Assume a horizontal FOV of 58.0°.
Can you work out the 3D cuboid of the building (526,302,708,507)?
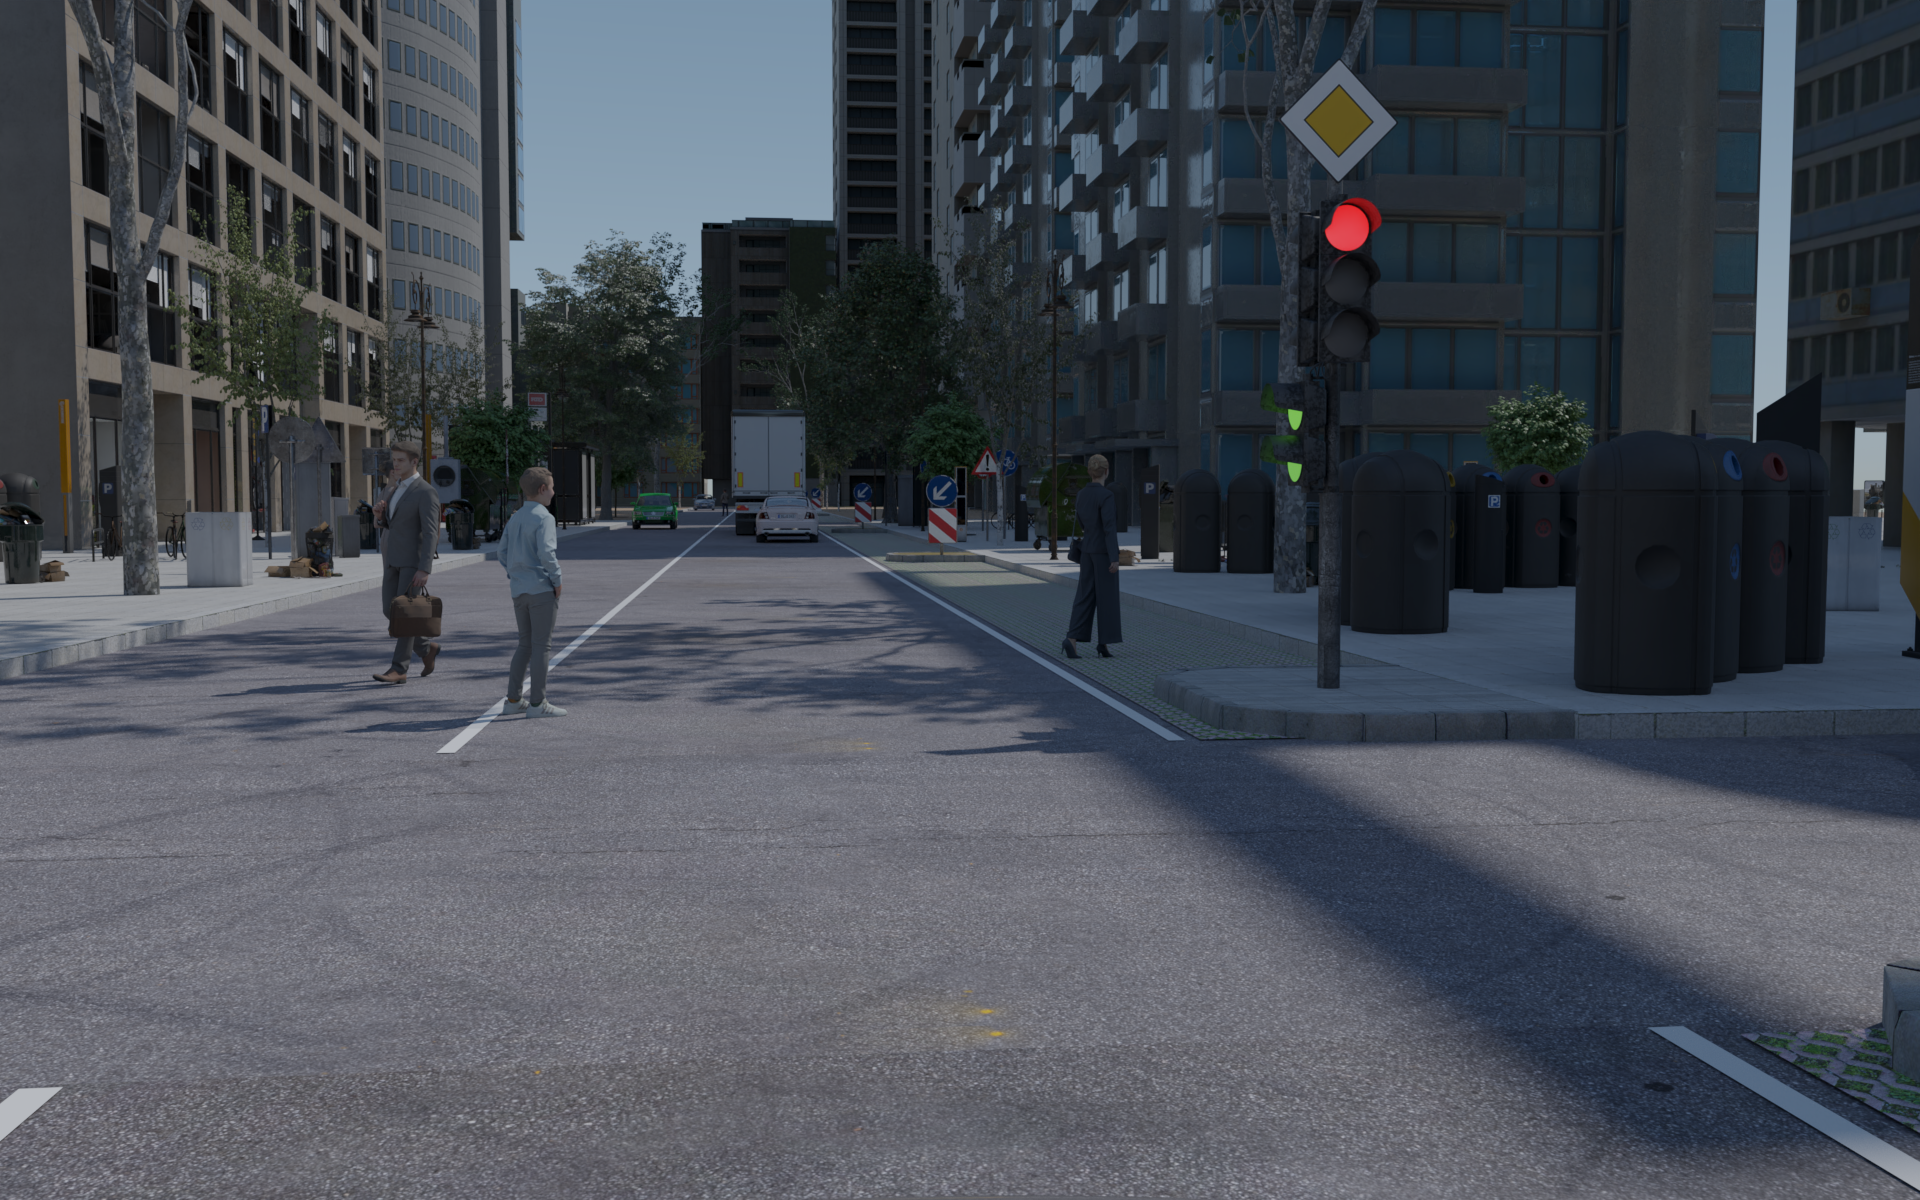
[{"bbox_3d":[-42.429,-20.982,188.091,28.899,21.520,27.650,0,4,-7],"label":"building"}]

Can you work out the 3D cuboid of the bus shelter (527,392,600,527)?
[{"bbox_3d":[-16.252,-5.713,71.039,2.179,5.291,8.768,0,4,-7],"label":"bus shelter"}]

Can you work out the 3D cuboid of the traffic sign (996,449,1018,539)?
[{"bbox_3d":[1.272,-3.014,49.392,0.768,2.556,0.104,0,4,-5],"label":"traffic sign"}]

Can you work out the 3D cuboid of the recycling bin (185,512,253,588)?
[{"bbox_3d":[-10.317,-0.708,24.135,0.722,1.027,0.722,-1,4,-10],"label":"recycling bin"}]

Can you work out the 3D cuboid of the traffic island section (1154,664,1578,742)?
[{"bbox_3d":[2.463,0.661,11.477,2.009,0.180,2.903,0,4,-7],"label":"traffic island section"}]

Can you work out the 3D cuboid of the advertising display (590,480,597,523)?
[{"bbox_3d":[-16.785,-4.460,78.129,0.974,1.923,0.123,2,4,34],"label":"advertising display"}]

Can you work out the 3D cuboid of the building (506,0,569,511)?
[{"bbox_3d":[-47.465,-50.422,137.067,31.000,86.520,22.319,0,4,-7],"label":"building"}]

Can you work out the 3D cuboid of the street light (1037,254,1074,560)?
[{"bbox_3d":[1.835,-3.718,33.581,0.468,5.910,1.993,0,4,-7],"label":"street light"}]

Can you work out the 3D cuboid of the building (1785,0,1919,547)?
[{"bbox_3d":[32.596,-20.821,32.304,23.993,40.220,32.217,0,4,-7],"label":"building"}]

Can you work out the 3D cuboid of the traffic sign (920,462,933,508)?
[{"bbox_3d":[-0.929,-3.482,57.040,0.768,2.556,0.104,0,4,-4],"label":"traffic sign"}]

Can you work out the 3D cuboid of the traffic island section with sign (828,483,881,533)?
[{"bbox_3d":[-3.730,-3.375,63.813,1.989,1.847,2.006,0,4,-7],"label":"traffic island section with sign"}]

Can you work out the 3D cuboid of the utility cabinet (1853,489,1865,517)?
[{"bbox_3d":[39.108,-4.126,76.136,0.318,1.500,1.173,-2,4,-25],"label":"utility cabinet"}]

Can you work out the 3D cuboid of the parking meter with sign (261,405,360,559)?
[{"bbox_3d":[-12.896,-2.336,34.462,1.738,3.016,0.543,-2,4,-35],"label":"parking meter with sign"}]

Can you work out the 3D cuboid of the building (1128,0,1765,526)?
[{"bbox_3d":[16.440,-27.609,71.014,23.786,49.044,30.456,0,4,-7],"label":"building"}]

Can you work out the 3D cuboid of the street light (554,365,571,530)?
[{"bbox_3d":[-14.285,-5.479,62.372,0.468,5.910,1.993,0,4,-7],"label":"street light"}]

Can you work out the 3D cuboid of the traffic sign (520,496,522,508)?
[{"bbox_3d":[-15.351,-3.703,60.545,0.884,2.594,0.081,0,4,0],"label":"traffic sign"}]

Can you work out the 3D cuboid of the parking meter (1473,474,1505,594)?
[{"bbox_3d":[6.862,-0.859,22.462,0.372,1.533,0.369,0,3,0],"label":"parking meter"}]

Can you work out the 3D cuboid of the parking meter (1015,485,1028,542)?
[{"bbox_3d":[1.664,-2.352,46.862,0.372,1.533,0.369,0,3,0],"label":"parking meter"}]

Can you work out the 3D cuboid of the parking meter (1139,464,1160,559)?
[{"bbox_3d":[3.734,-1.742,34.190,0.399,1.863,0.255,1,4,9],"label":"parking meter"}]

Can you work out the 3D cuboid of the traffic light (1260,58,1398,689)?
[{"bbox_3d":[2.422,-1.372,11.358,0.839,4.253,0.868,0,4,-7],"label":"traffic light"}]

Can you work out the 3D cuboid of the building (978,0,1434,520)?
[{"bbox_3d":[13.202,-30.144,112.459,23.786,49.044,30.456,0,4,-7],"label":"building"}]

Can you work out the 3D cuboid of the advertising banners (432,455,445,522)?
[{"bbox_3d":[-23.407,-5.042,78.617,0.090,3.025,2.074,1,4,21],"label":"advertising banners"}]

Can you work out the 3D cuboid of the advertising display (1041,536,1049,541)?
[{"bbox_3d":[2.358,-2.582,47.429,0.123,1.923,0.974,-1,4,-12],"label":"advertising display"}]

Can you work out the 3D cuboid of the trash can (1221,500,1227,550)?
[{"bbox_3d":[6.218,-1.703,39.492,0.748,1.137,0.748,0,3,0],"label":"trash can"}]

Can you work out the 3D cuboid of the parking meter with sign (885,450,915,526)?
[{"bbox_3d":[-2.128,-4.454,69.085,1.738,3.016,0.543,0,4,-1],"label":"parking meter with sign"}]

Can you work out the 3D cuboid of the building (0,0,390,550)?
[{"bbox_3d":[-31.623,-15.293,54.559,19.350,26.468,34.151,0,4,-7],"label":"building"}]

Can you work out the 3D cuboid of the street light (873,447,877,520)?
[{"bbox_3d":[-4.192,-6.883,85.323,0.468,5.910,1.993,0,4,-7],"label":"street light"}]

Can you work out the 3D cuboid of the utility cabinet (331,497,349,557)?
[{"bbox_3d":[-12.854,-1.515,35.938,0.306,1.237,1.020,-2,4,-23],"label":"utility cabinet"}]

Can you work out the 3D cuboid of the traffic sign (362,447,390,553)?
[{"bbox_3d":[-12.766,-2.189,37.917,0.606,2.300,0.079,0,4,-4],"label":"traffic sign"}]

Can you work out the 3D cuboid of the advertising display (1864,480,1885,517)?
[{"bbox_3d":[42.600,-4.619,80.736,0.123,1.923,0.974,-2,4,-27],"label":"advertising display"}]

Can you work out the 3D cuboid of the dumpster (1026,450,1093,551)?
[{"bbox_3d":[2.369,-2.235,39.036,1.502,2.255,1.985,0,4,-7],"label":"dumpster"}]

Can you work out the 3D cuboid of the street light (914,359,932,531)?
[{"bbox_3d":[-1.275,-5.295,59.355,0.468,5.910,1.993,0,4,-7],"label":"street light"}]

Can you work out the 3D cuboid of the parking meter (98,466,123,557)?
[{"bbox_3d":[-17.413,-1.824,35.531,0.399,1.863,0.255,0,4,3],"label":"parking meter"}]

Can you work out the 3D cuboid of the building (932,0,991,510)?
[{"bbox_3d":[12.330,-33.823,142.241,28.713,52.752,27.495,0,4,-7],"label":"building"}]

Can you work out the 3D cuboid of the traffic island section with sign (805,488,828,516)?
[{"bbox_3d":[-9.525,-6.376,112.869,1.989,1.847,2.006,0,4,-7],"label":"traffic island section with sign"}]

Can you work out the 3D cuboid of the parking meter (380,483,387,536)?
[{"bbox_3d":[-12.817,-1.866,38.923,0.372,1.533,0.369,0,3,0],"label":"parking meter"}]

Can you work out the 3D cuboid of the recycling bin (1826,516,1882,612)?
[{"bbox_3d":[9.737,-0.411,19.272,0.722,1.027,0.722,0,4,6],"label":"recycling bin"}]

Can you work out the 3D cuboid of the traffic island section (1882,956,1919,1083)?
[{"bbox_3d":[3.401,1.146,3.547,2.009,0.180,2.903,0,4,-7],"label":"traffic island section"}]

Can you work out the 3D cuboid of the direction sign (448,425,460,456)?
[{"bbox_3d":[-16.600,-3.974,56.966,0.379,3.537,0.876,0,4,7],"label":"direction sign"}]

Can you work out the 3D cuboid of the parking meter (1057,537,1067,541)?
[{"bbox_3d":[2.770,-2.397,47.595,0.372,1.533,0.369,0,3,0],"label":"parking meter"}]

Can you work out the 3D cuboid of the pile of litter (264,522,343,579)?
[{"bbox_3d":[-10.198,-0.792,26.914,1.176,0.858,1.719,-1,4,-14],"label":"pile of litter"}]

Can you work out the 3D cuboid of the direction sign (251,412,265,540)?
[{"bbox_3d":[-19.492,-3.424,47.975,0.379,3.537,0.876,-1,4,-11],"label":"direction sign"}]

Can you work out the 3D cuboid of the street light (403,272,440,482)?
[{"bbox_3d":[-11.191,-3.875,36.148,0.468,5.910,1.993,0,4,-7],"label":"street light"}]

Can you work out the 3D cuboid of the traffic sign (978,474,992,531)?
[{"bbox_3d":[0.792,-3.660,59.942,0.768,2.556,0.104,0,4,-3],"label":"traffic sign"}]

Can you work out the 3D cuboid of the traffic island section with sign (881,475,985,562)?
[{"bbox_3d":[-0.568,-1.738,37.043,1.989,1.847,2.006,0,4,-7],"label":"traffic island section with sign"}]

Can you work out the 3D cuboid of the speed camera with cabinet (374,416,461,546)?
[{"bbox_3d":[-13.600,-3.001,43.404,2.038,3.252,0.660,-1,4,-10],"label":"speed camera with cabinet"}]

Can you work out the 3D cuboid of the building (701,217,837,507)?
[{"bbox_3d":[-20.301,-25.204,183.786,14.107,30.474,14.160,0,4,-7],"label":"building"}]

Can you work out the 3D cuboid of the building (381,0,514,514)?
[{"bbox_3d":[-37.736,-33.854,95.517,21.231,58.520,28.212,0,4,-7],"label":"building"}]

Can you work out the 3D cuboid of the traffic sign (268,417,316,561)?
[{"bbox_3d":[-11.007,-1.740,28.550,0.768,2.556,0.104,0,4,-4],"label":"traffic sign"}]

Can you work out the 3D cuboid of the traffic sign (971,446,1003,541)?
[{"bbox_3d":[0.747,-2.882,47.124,0.884,2.594,0.081,0,4,-2],"label":"traffic sign"}]

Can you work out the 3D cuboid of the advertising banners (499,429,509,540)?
[{"bbox_3d":[-12.056,-3.038,45.861,0.090,3.025,2.074,-1,4,-9],"label":"advertising banners"}]

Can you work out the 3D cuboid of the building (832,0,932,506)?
[{"bbox_3d":[-3.189,-45.869,188.205,20.611,71.187,20.563,0,4,-7],"label":"building"}]

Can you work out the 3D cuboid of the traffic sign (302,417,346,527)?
[{"bbox_3d":[-10.756,-1.779,29.091,0.884,2.594,0.081,0,4,-1],"label":"traffic sign"}]

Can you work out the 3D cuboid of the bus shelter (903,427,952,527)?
[{"bbox_3d":[-0.975,-4.430,63.716,1.731,3.624,6.357,0,4,-7],"label":"bus shelter"}]
